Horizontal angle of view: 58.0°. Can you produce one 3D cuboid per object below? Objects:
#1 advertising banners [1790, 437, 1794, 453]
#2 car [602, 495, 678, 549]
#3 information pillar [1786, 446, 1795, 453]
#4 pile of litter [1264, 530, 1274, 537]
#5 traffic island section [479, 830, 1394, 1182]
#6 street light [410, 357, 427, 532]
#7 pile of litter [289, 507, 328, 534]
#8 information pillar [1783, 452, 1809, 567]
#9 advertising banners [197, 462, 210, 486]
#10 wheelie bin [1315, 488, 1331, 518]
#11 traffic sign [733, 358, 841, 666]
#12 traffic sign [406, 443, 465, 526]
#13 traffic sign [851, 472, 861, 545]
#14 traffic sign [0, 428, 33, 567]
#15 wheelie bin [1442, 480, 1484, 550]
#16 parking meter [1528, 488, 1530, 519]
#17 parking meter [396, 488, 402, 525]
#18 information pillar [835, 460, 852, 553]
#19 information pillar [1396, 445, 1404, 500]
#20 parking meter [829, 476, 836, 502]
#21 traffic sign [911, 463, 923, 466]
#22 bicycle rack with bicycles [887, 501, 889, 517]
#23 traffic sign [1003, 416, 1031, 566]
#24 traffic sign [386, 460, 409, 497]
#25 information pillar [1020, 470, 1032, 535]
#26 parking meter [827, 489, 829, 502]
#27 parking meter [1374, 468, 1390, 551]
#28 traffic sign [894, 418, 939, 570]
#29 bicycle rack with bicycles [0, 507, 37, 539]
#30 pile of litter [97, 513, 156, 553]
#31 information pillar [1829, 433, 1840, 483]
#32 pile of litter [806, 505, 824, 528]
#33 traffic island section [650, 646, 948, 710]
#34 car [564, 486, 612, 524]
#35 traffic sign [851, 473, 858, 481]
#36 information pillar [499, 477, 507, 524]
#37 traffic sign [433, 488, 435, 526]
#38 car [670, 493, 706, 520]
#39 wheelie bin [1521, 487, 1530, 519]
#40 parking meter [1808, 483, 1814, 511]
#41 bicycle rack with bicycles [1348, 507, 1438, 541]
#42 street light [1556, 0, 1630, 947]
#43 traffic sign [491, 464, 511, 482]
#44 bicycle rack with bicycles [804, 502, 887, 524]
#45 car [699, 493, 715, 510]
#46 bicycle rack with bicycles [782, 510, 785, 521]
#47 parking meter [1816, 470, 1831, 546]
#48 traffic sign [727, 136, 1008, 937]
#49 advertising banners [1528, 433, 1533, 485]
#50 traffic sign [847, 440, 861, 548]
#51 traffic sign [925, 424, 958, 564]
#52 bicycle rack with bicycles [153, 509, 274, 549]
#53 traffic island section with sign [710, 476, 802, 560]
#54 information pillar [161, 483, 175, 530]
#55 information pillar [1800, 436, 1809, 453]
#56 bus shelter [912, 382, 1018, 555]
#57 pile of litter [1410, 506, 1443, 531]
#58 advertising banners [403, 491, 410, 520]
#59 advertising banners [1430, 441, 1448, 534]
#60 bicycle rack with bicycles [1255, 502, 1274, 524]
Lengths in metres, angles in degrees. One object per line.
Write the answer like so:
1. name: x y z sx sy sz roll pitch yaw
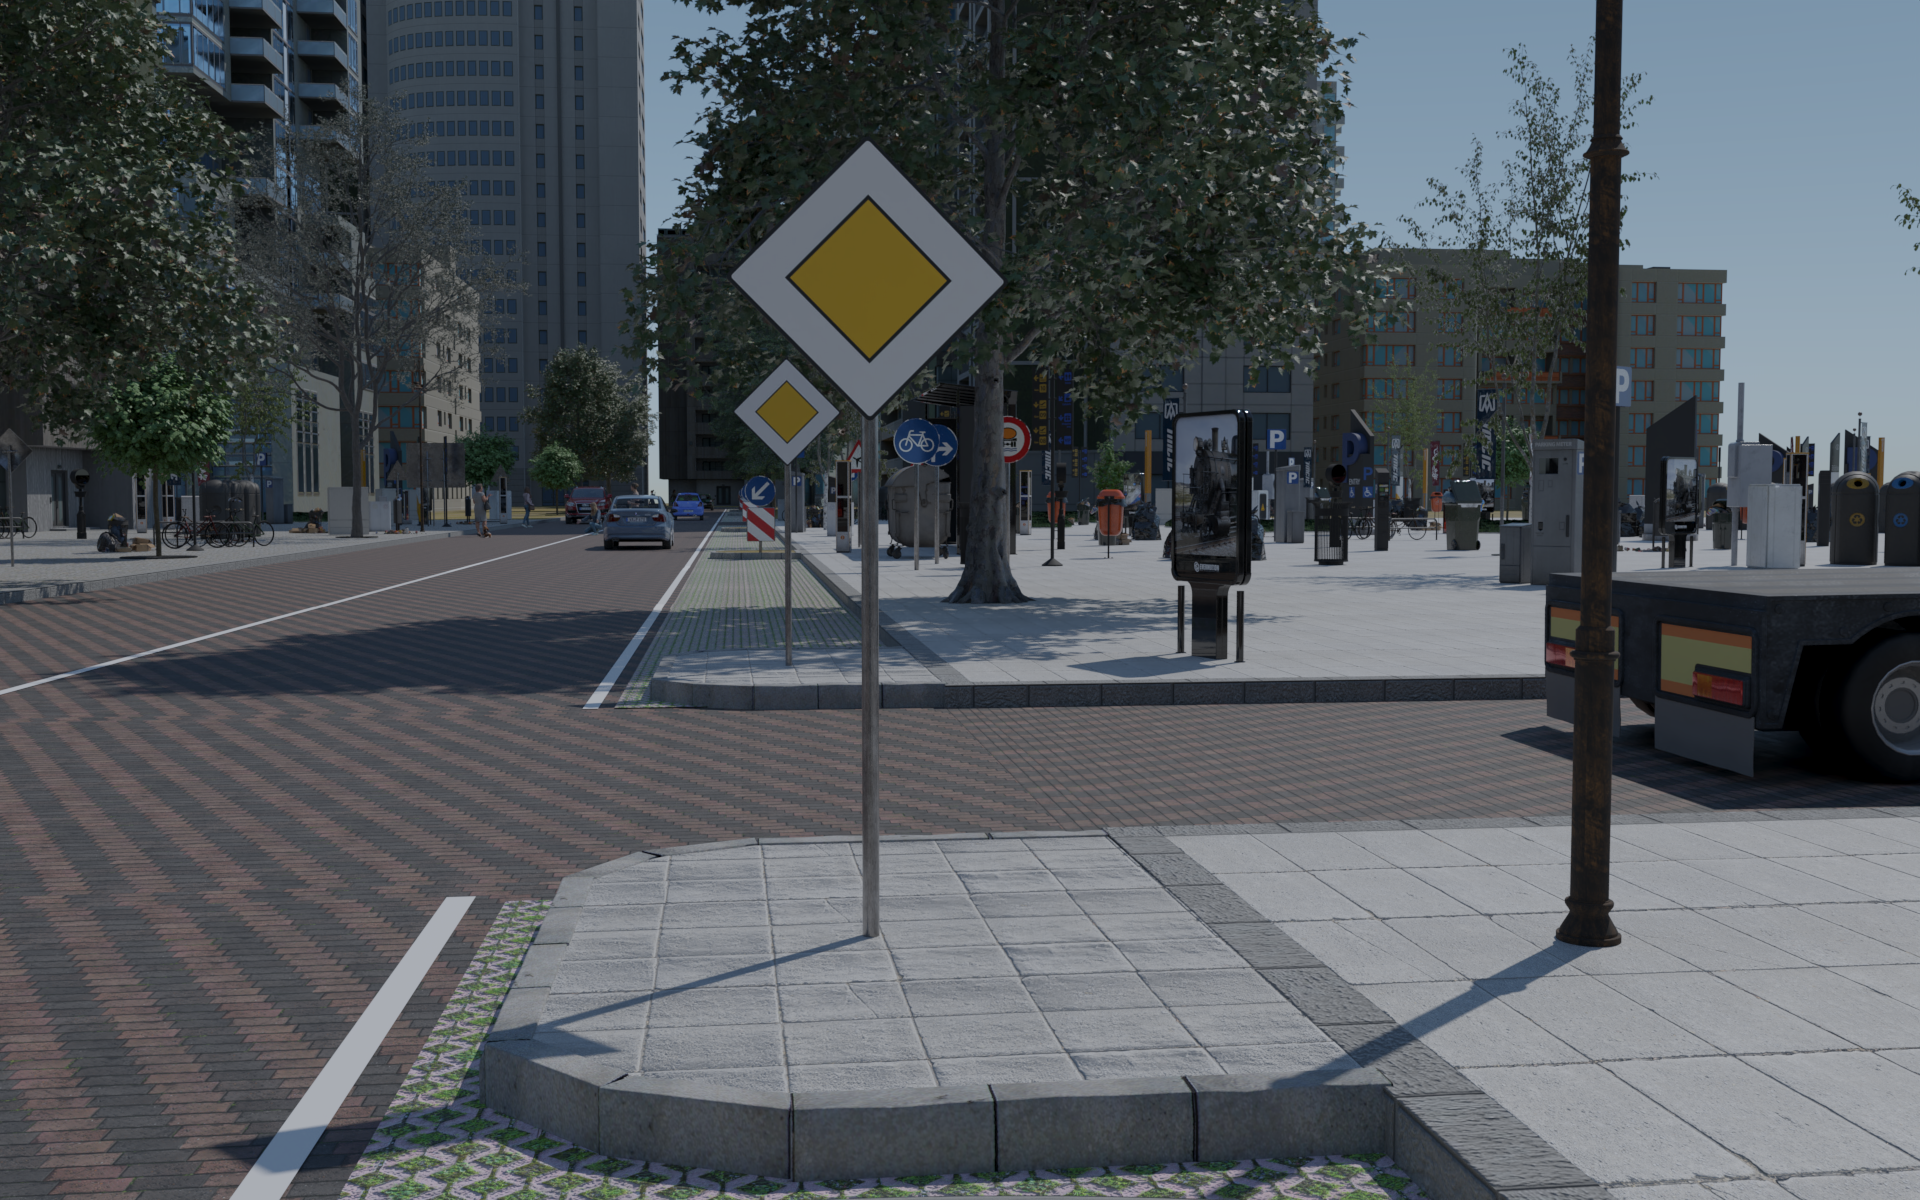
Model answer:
1. advertising banners: 25.579 -3.510 53.576 0.090 3.025 2.074 1 4 18
2. car: -8.545 -2.091 46.188 2.014 1.417 4.499 -1 4 -8
3. information pillar: 40.649 -5.714 84.774 0.504 3.616 0.183 1 4 10
4. pile of litter: 8.571 -2.293 51.452 1.719 0.858 1.176 0 4 6
5. traffic island section: -0.239 1.054 5.050 2.009 0.180 2.903 0 4 -7
6. street light: -18.261 -5.251 58.647 0.468 5.910 1.993 0 4 -7
7. pile of litter: -21.342 -2.621 56.811 1.176 0.858 1.719 -2 4 -35
8. information pillar: 14.839 -1.606 30.748 0.304 2.012 0.304 1 4 11
9. advertising banners: -24.827 -3.818 58.609 2.074 3.025 0.090 -1 4 -9
10. wheelie bin: 17.532 -4.666 84.196 0.980 1.594 0.693 -1 4 -23
11. traffic sign: -1.284 -0.566 12.889 0.795 2.450 0.064 0 4 -7
12. traffic sign: -20.792 -4.577 68.701 2.265 3.308 0.079 0 4 -4
13. traffic sign: -2.511 -2.680 43.820 0.884 2.594 0.081 0 4 -1
14. traffic sign: -16.721 -1.793 30.504 0.795 2.450 0.064 0 4 -1
15. wheelie bin: 11.467 -1.940 39.632 0.980 1.594 0.693 -1 4 -12
16. parking meter: 22.782 -3.700 68.904 0.372 1.533 0.369 0 3 0
17. parking meter: -23.203 -3.851 71.376 0.372 1.533 0.369 0 3 0
18. information pillar: -2.539 -2.039 37.822 0.304 2.012 0.304 0 4 7
19. information pillar: 20.883 -5.560 82.267 0.504 3.616 0.183 -3 5 -43
20. parking meter: -4.010 -3.061 55.763 0.399 1.863 0.255 1 4 18
21. traffic sign: -1.403 -3.485 56.984 0.884 2.594 0.081 0 4 0
22. bicycle rack with bicycles: -3.180 -4.296 83.614 2.852 0.926 2.925 1 4 9
23. traffic sign: 0.776 -1.724 28.285 0.768 2.556 0.104 0 4 2
24. traffic sign: -21.636 -4.077 66.658 0.884 2.594 0.081 0 4 2
25. information pillar: 2.045 -3.024 53.928 0.304 2.012 0.304 1 4 18
26. parking meter: -6.371 -4.619 83.938 0.372 1.533 0.369 0 3 0
27. parking meter: 9.527 -2.043 39.117 0.255 1.863 0.399 0 4 1
28. traffic sign: -0.731 -1.773 29.103 0.768 2.556 0.104 0 4 -3
29. bicycle rack with bicycles: -27.846 -2.204 49.412 2.852 0.926 2.925 3 4 36
30. pile of litter: -18.603 -1.519 38.806 1.176 0.858 1.719 1 4 18
31. information pillar: 33.295 -4.563 65.960 0.504 3.616 0.183 -2 4 -28
32. pile of litter: -5.513 -3.181 65.977 1.719 0.858 1.176 1 4 16
33. traffic island section: -1.261 0.570 12.969 2.009 0.180 2.903 0 4 -7
34. car: -18.082 -4.638 84.497 2.281 1.827 5.304 0 4 -8
35. traffic sign: -4.498 -4.298 70.374 0.768 2.556 0.104 0 4 -5
36. information pillar: -19.655 -4.282 74.501 0.304 2.012 0.304 -1 4 -18
37. traffic sign: -20.978 -4.220 69.008 0.884 2.594 0.081 0 4 1
38. car: -14.961 -5.245 95.342 1.945 1.707 3.694 -1 4 -9
39. wheelie bin: 26.513 -4.440 80.494 0.980 1.594 0.693 3 5 40
40. parking meter: 46.302 -5.427 94.442 0.399 1.863 0.255 1 4 10
41. bicycle rack with bicycles: 11.886 -2.157 48.641 2.925 0.926 2.852 -2 4 -28
42. street light: 1.811 -1.959 4.810 0.468 5.910 1.993 0 4 -7
43. traffic sign: -20.087 -4.633 75.756 0.884 2.594 0.081 0 4 2
44. bicycle rack with bicycles: -5.279 -3.706 73.975 2.925 0.926 2.852 3 4 38
45. car: -22.553 -8.728 152.494 2.009 1.686 4.222 0 4 -7
46. bicycle rack with bicycles: -6.612 -3.975 78.374 2.925 0.926 2.852 -1 4 -16
47. parking meter: 21.259 -2.258 42.622 0.255 1.863 0.399 1 4 21
48. traffic sign: -0.261 -0.081 4.969 0.795 2.450 0.064 0 4 -7
49. advertising banners: 17.102 -3.339 50.772 0.090 3.025 2.074 3 5 43
50. traffic sign: -2.422 -2.538 41.502 0.884 2.594 0.081 0 4 -4
51. traffic sign: -0.424 -1.933 31.714 0.768 2.556 0.104 0 4 2
52. bicycle rack with bicycles: -18.113 -1.747 41.942 2.925 0.926 2.852 -3 5 -40
53. traffic island section with sign: -4.549 -1.826 38.475 1.989 1.847 2.006 0 4 -7
54. information pillar: -28.503 -3.538 62.331 0.304 2.012 0.304 2 4 33
55. information pillar: 34.150 -4.815 70.086 0.504 3.616 0.183 -2 4 -35
56. bus shelter: 0.034 -2.954 39.576 1.731 3.624 6.357 0 4 -8
57. pile of litter: 16.563 -2.887 61.162 1.719 0.858 1.176 -2 4 -35
58. advertising banners: -25.367 -5.085 79.329 0.090 3.025 2.074 0 4 -3
59. advertising banners: 15.845 -3.666 56.127 0.090 3.025 2.074 -1 4 -20
60. bicycle rack with bicycles: 8.188 -2.519 54.570 2.925 0.926 2.852 -1 4 -23
